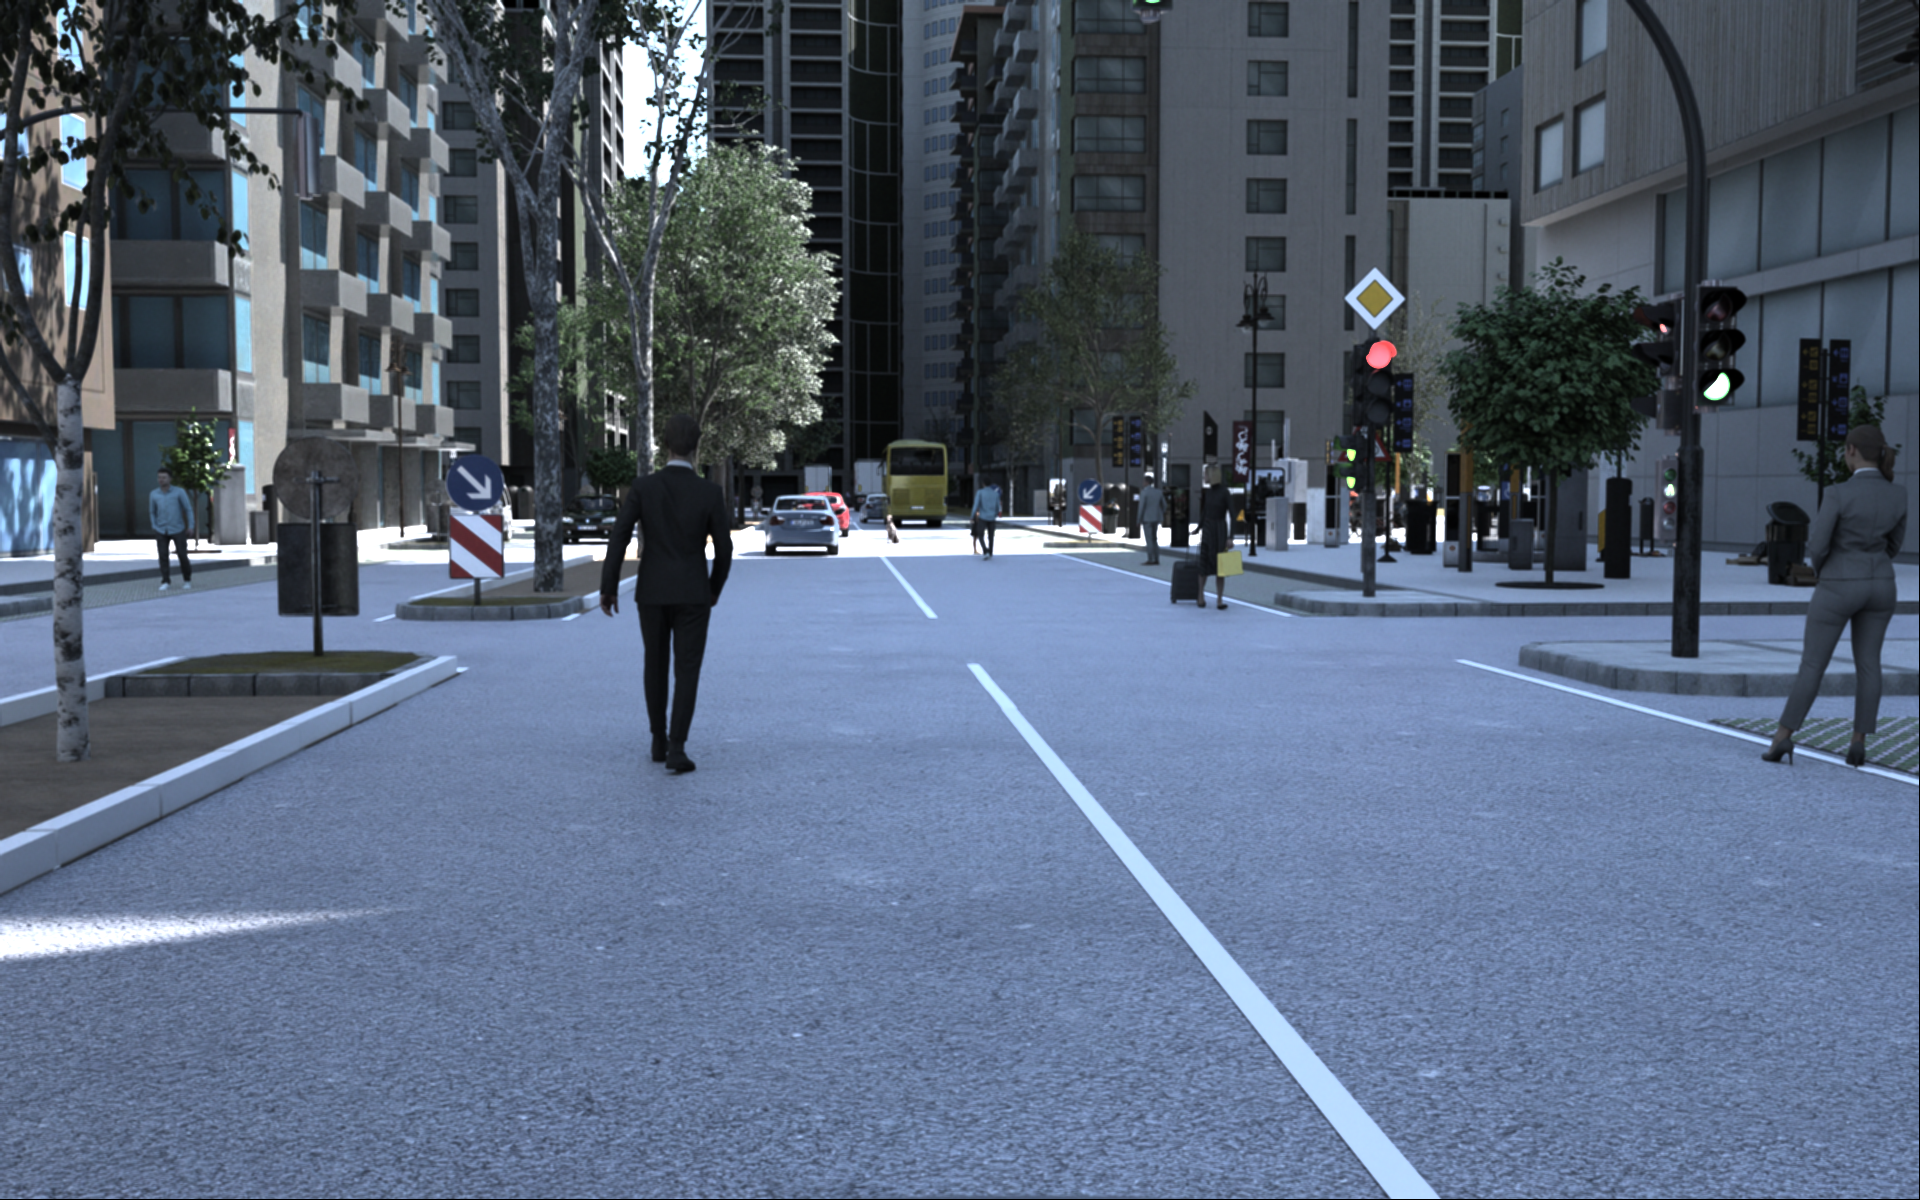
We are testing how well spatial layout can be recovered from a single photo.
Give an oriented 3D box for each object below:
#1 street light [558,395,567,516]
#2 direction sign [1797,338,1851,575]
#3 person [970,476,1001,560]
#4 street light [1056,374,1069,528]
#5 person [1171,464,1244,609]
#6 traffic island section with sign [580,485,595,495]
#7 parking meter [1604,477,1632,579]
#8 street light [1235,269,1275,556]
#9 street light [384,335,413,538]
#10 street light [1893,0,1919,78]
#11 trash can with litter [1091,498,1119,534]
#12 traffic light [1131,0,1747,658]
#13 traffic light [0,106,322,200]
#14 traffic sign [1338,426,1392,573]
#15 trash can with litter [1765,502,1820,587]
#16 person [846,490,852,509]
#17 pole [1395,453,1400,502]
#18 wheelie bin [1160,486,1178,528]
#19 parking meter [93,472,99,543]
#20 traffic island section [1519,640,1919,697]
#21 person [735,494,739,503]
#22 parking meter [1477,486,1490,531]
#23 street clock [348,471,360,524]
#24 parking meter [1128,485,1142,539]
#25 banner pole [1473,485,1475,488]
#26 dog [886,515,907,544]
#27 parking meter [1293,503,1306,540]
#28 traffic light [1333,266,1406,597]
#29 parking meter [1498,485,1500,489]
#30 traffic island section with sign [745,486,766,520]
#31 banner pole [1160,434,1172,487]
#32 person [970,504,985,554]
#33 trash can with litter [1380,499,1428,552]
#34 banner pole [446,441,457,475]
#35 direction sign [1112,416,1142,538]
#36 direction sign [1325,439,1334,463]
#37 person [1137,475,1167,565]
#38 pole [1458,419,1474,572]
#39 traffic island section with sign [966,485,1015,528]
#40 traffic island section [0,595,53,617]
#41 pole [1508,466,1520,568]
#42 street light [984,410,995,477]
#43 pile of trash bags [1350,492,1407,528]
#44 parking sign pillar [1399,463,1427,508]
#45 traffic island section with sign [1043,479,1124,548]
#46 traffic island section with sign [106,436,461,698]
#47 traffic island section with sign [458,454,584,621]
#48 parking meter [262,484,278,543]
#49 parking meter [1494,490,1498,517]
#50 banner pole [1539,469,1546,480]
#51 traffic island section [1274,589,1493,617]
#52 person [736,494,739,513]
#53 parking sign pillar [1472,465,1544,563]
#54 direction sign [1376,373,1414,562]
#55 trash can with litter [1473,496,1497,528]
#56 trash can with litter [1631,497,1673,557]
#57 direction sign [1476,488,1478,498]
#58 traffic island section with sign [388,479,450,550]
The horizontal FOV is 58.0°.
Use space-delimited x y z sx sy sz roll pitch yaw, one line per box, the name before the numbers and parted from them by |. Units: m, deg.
street light | -18.664 -6.629 81.165 0.468 5.910 1.993 0 4 -4
direction sign | 12.644 -2.044 25.409 0.876 3.537 0.379 -1 4 -16
person | 0.584 -1.787 37.743 0.660 1.820 0.620 -2 4 -26
street light | 3.833 -5.692 65.851 0.468 5.910 1.993 0 4 -4
person | 3.142 -0.813 22.016 0.699 1.804 1.509 0 4 -2
traffic island section with sign | -15.768 -3.959 73.353 1.989 1.847 2.006 0 4 -4
parking meter | 10.016 -1.098 26.357 0.372 1.533 0.369 0 3 0
street light | 6.068 -3.850 35.736 0.468 5.910 1.993 0 4 -4
street light | -16.331 -4.755 50.533 0.468 5.910 1.993 0 4 -4
street light | 7.836 -2.482 13.361 0.468 5.910 1.993 0 4 -4
trash can with litter | 4.518 -2.671 55.052 1.055 1.170 0.624 0 4 1
traffic light | 3.611 -2.361 13.269 4.771 5.953 1.251 0 4 -4
traffic light | -9.990 -2.798 20.421 4.771 5.953 1.251 0 4 -4
traffic sign | 6.574 -1.724 28.199 0.884 2.594 0.081 0 4 -2
trash can with litter | 11.790 -0.794 24.369 0.624 1.170 1.055 0 4 0
person | -10.910 -9.932 170.754 0.599 1.838 0.709 -1 4 -14
pole | 17.335 -4.575 68.638 0.158 3.312 0.155 0 3 0
wheelie bin | 7.928 -3.502 65.171 0.980 1.594 0.693 3 5 39
parking meter | -22.681 -2.416 45.219 0.255 1.863 0.399 -1 4 -15
traffic island section | 5.731 0.526 13.683 2.009 0.180 2.903 0 4 -4
person | -15.098 -6.492 117.882 0.697 1.427 0.421 0 4 7
parking meter | 15.859 -2.694 52.455 0.372 1.533 0.369 0 3 0
street clock | -17.372 -2.747 49.487 0.471 2.002 0.358 2 4 27
parking meter | 4.979 -2.502 49.322 0.372 1.533 0.369 0 3 0
banner pole | 25.597 -5.944 87.203 0.401 3.779 0.863 -3 4 -38
dog | -1.825 -2.021 49.884 0.800 0.831 0.513 -1 4 -22
parking meter | 9.406 -2.584 47.958 0.255 1.863 0.399 0 4 -6
traffic light | 5.093 -1.994 21.529 0.839 4.253 0.868 0 4 -4
parking meter | 30.051 -5.525 96.044 0.399 1.863 0.255 -2 4 -23
traffic island section with sign | -11.229 -5.339 95.431 2.006 1.907 1.989 0 4 -4
banner pole | 8.546 -4.994 71.668 0.401 3.779 0.863 3 5 41
person | 0.425 -1.725 41.373 0.373 1.253 0.362 0 4 -6
trash can with litter | 9.959 -1.666 38.627 1.055 1.170 0.624 0 4 -7
banner pole | -24.234 -5.656 82.496 0.401 3.779 0.863 2 4 33
direction sign | 4.852 -3.572 50.394 0.876 3.537 0.379 2 4 25
direction sign | 15.269 -4.871 71.637 0.379 3.537 0.876 2 4 31
person | 3.835 -1.601 34.783 0.635 1.810 0.391 -3 5 -41
pole | 8.326 -2.117 28.452 0.158 3.312 0.155 0 3 0
traffic island section with sign | 1.261 -3.957 73.321 1.989 1.847 2.006 0 4 -4
traffic island section | -12.110 0.117 20.361 2.009 0.180 2.903 0 4 -4
pole | 9.599 -2.208 29.942 0.158 3.312 0.155 0 3 0
street light | 1.638 -7.525 95.819 0.468 5.910 1.993 0 4 -4
pile of trash bags | 15.670 -3.445 66.071 1.912 1.369 3.447 -1 4 -20
parking sign pillar | 22.162 -5.886 84.705 1.447 3.967 1.447 -1 4 -11
traffic island section with sign | 3.272 -2.313 46.441 1.989 1.847 2.006 0 4 -4
traffic island section with sign | -5.053 -0.305 13.116 2.006 1.907 1.989 0 4 -4
traffic island section with sign | -5.597 -0.756 20.503 2.006 1.907 1.989 0 4 -4
parking meter | -18.076 -2.262 45.399 0.372 1.533 0.369 0 3 0
parking meter | 30.647 -5.532 98.856 0.372 1.533 0.369 0 3 0
banner pole | 12.707 -2.882 37.131 0.863 3.779 0.401 1 4 23
traffic island section | 5.134 0.039 21.646 2.009 0.180 2.903 0 4 -4
person | -16.759 -7.236 130.032 0.599 1.433 0.991 0 4 -4
parking sign pillar | 10.431 -2.706 32.718 1.447 3.967 1.447 1 4 19
direction sign | 8.065 -2.484 32.618 0.876 3.537 0.379 1 4 19
trash can with litter | 20.687 -3.338 65.629 2.233 1.210 1.678 3 5 42
trash can with litter | 14.242 -1.529 36.055 1.678 1.210 2.233 0 4 -2
direction sign | 24.556 -5.518 82.220 0.876 3.537 0.379 2 4 33
traffic island section with sign | -13.652 -2.232 45.119 1.989 1.847 2.006 0 4 -4
